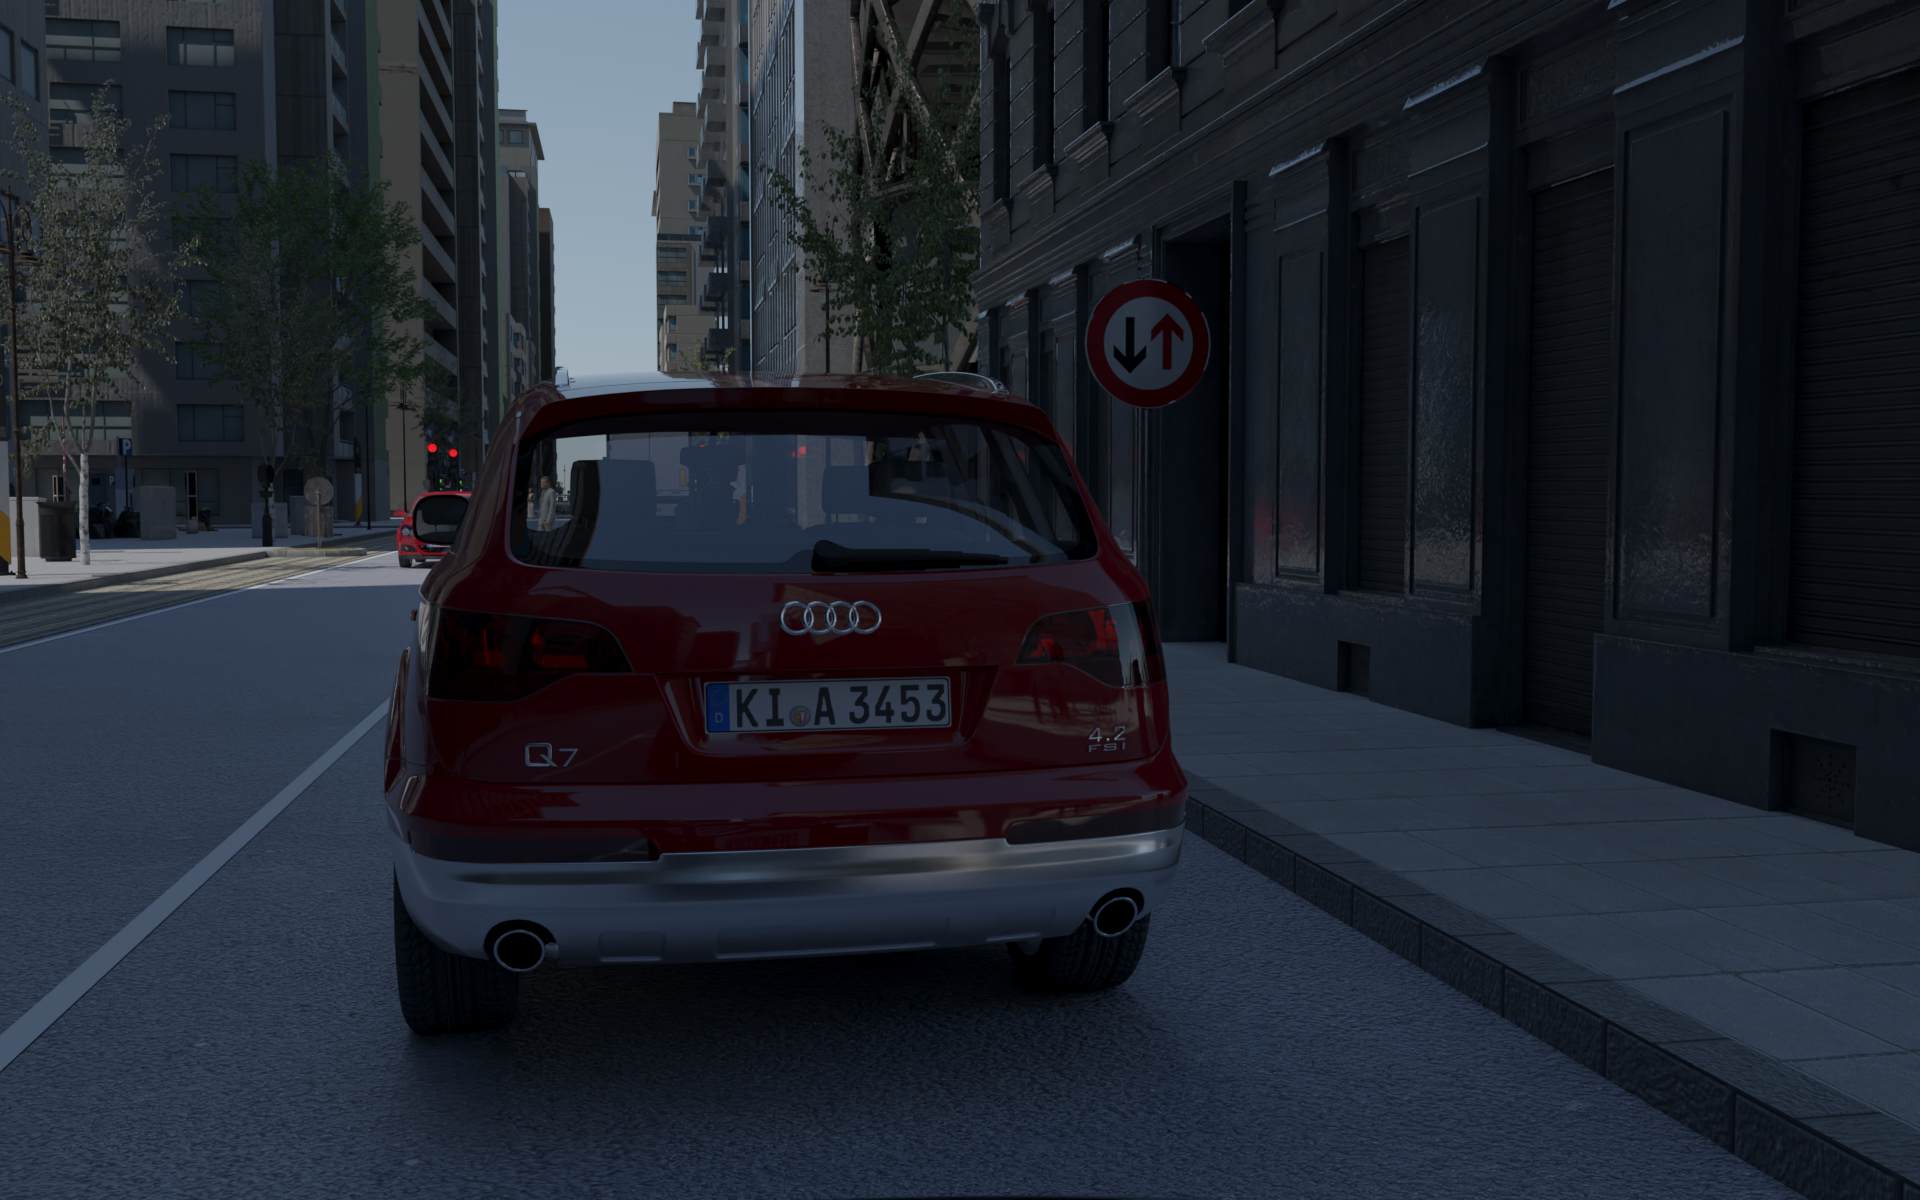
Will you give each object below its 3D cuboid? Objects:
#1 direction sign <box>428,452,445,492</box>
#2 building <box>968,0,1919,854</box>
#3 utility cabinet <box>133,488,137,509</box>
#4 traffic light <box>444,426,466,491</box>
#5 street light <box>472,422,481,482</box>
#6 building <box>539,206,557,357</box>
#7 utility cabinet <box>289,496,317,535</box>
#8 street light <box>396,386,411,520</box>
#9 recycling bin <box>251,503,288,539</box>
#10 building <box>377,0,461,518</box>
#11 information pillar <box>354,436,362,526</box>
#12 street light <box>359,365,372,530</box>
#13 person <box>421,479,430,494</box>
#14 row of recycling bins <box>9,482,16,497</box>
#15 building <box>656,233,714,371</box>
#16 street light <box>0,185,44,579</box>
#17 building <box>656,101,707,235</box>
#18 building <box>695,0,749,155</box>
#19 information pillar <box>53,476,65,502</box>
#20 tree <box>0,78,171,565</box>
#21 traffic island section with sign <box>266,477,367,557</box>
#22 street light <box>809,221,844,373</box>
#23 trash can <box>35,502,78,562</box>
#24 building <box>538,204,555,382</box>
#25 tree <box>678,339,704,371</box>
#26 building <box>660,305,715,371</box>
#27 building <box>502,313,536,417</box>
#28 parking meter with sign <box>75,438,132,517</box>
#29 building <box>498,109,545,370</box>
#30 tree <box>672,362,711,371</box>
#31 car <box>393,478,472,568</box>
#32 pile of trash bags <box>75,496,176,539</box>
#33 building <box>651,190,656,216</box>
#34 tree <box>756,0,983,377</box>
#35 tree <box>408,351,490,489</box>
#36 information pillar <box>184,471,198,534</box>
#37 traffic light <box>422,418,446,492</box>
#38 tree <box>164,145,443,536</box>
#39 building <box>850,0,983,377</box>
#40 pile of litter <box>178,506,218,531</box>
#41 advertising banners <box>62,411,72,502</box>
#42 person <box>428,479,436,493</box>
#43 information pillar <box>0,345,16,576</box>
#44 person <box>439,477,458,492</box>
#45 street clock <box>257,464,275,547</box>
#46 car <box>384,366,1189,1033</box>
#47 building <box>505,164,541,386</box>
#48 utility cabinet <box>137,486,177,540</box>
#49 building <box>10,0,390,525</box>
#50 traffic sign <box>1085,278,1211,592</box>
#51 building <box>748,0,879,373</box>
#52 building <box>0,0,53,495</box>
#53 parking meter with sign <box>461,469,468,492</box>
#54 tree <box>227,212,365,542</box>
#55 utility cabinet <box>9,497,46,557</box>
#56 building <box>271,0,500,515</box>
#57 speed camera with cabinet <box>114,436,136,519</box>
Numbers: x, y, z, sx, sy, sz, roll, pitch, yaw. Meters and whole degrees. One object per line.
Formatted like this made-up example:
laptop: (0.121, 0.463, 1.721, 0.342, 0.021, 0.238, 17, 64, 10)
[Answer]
direction sign: (-28.255, -6.210, 93.523, 0.876, 3.537, 0.379, -2, 4, -32)
building: (6.472, -10.107, 14.396, 9.793, 20.994, 18.267, -1, 4, -11)
utility cabinet: (-27.194, -3.040, 58.387, 1.173, 1.500, 0.318, 0, 4, 0)
traffic light: (-20.982, -5.077, 71.926, 0.839, 4.253, 0.868, -1, 4, -11)
street light: (-30.096, -8.259, 107.829, 0.468, 5.910, 1.993, -1, 4, -11)
building: (-77.510, -40.544, 282.497, 23.786, 49.044, 30.456, -1, 4, -11)
utility cabinet: (-20.691, -2.673, 54.862, 0.306, 1.237, 1.020, 2, 4, 35)
street light: (-23.155, -6.079, 72.184, 0.468, 5.910, 1.993, -1, 4, -11)
recycling bin: (-20.065, -2.311, 50.334, 0.722, 1.027, 0.722, 2, 4, 29)
building: (-41.437, -29.178, 100.763, 21.300, 48.544, 21.600, -1, 4, -11)
information pillar: (-24.536, -4.846, 70.586, 0.183, 3.616, 0.504, 0, 4, 4)
street light: (-21.204, -5.455, 61.975, 0.468, 5.910, 1.993, -1, 4, -11)
person: (-14.840, -2.427, 48.055, 0.818, 1.842, 0.514, -2, 4, -30)
row of recycling bins: (-26.214, -2.320, 45.044, 1.069, 1.692, 3.534, 1, 4, 19)
building: (-26.919, -25.855, 194.425, 14.160, 30.474, 14.107, -1, 4, -11)
street light: (-14.211, -3.258, 26.055, 0.468, 5.910, 1.993, -1, 4, -11)
building: (-26.074, -35.993, 212.188, 21.300, 48.544, 21.600, -1, 4, -11)
building: (-6.362, -30.468, 117.763, 23.786, 49.044, 30.456, -1, 4, -11)
information pillar: (-36.007, -3.960, 69.230, 0.304, 2.012, 0.304, 2, 4, 34)
tree: (-15.871, -4.949, 31.281, 4.360, 8.622, 3.978, 0, 3, 0)
traffic island section with sign: (-14.808, -1.916, 39.962, 1.989, 1.847, 2.006, -1, 4, -11)
street light: (-2.252, -3.471, 29.532, 0.468, 5.910, 1.993, -1, 4, -11)
trash can: (-17.150, -1.301, 32.925, 0.748, 1.137, 0.748, 0, 3, 0)
building: (-68.499, -37.403, 261.652, 14.600, 45.320, 14.200, -1, 4, -11)
tree: (-11.730, -8.017, 81.444, 4.737, 8.622, 4.395, 0, 3, 0)
building: (-15.951, -20.178, 174.957, 27.650, 21.520, 28.899, -1, 4, -11)
building: (-60.582, -20.895, 186.668, 27.650, 21.520, 28.899, -1, 4, -11)
parking meter with sign: (-26.810, -3.539, 54.124, 1.738, 3.016, 0.543, 0, 4, 7)
building: (-72.192, -39.737, 238.937, 28.713, 52.752, 27.495, -1, 4, -11)
tree: (-14.743, -8.830, 94.727, 4.360, 8.622, 3.978, 0, 3, 0)
car: (-10.328, -1.600, 35.193, 2.155, 1.783, 4.494, -1, 4, -11)
pile of trash bags: (-24.496, -2.500, 50.627, 1.912, 1.369, 3.447, 2, 4, 28)
building: (-37.180, -43.034, 292.848, 28.713, 52.752, 27.495, -1, 4, -11)
tree: (-0.518, -4.601, 25.591, 4.737, 8.622, 4.395, 0, 3, 0)
tree: (-26.509, -8.491, 89.189, 4.360, 8.622, 3.978, 0, 3, 0)
information pillar: (-24.788, -3.140, 55.838, 0.304, 2.012, 0.304, -3, 5, -41)
traffic light: (-19.460, -4.597, 64.087, 0.839, 4.253, 0.868, -1, 4, -11)
tree: (-19.705, -7.776, 52.899, 9.928, 11.665, 9.643, 0, 3, 0)
building: (5.841, -10.472, 38.665, 16.820, 18.784, 16.811, -1, 4, -11)
pile of litter: (-26.365, -2.812, 59.947, 1.176, 0.858, 1.719, -3, 5, -41)
advertising banners: (-19.414, -2.536, 37.656, 0.090, 3.025, 2.074, -2, 4, -24)
person: (-15.180, -2.502, 49.210, 0.447, 1.846, 0.655, 1, 4, 9)
information pillar: (-15.101, -2.184, 27.060, 0.183, 3.616, 0.504, 2, 4, 25)
person: (-14.470, -2.529, 49.213, 0.648, 1.900, 0.474, -2, 4, -25)
street clock: (-16.920, -2.305, 42.264, 0.358, 2.002, 0.471, 0, 4, 2)
car: (-0.851, 0.145, 6.307, 2.281, 1.827, 5.304, -1, 4, -13)
building: (-58.029, -32.099, 208.411, 14.154, 41.232, 14.086, -1, 4, -11)
utility cabinet: (-22.318, -2.419, 48.228, 0.318, 1.500, 1.173, 1, 4, 10)
building: (-33.708, -24.013, 76.207, 14.154, 41.232, 14.086, -1, 4, -11)
traffic sign: (1.104, -0.625, 10.320, 0.768, 2.556, 0.104, -1, 4, -10)
building: (-0.103, -14.577, 56.357, 12.078, 24.808, 19.932, -1, 4, -11)
building: (-42.056, -27.832, 44.285, 27.495, 52.752, 28.713, -1, 4, -11)
parking meter with sign: (-33.916, -7.474, 118.453, 0.543, 3.016, 1.738, -2, 4, -24)
tree: (-18.092, -5.822, 45.547, 4.360, 8.622, 3.978, 0, 3, 0)
utility cabinet: (-19.190, -1.478, 35.325, 1.020, 1.237, 0.306, 0, 4, 2)
building: (-41.756, -27.215, 128.563, 14.154, 41.232, 14.086, -1, 4, -11)
speed camera with cabinet: (-28.412, -3.943, 58.808, 0.660, 3.252, 2.038, -1, 4, -20)
